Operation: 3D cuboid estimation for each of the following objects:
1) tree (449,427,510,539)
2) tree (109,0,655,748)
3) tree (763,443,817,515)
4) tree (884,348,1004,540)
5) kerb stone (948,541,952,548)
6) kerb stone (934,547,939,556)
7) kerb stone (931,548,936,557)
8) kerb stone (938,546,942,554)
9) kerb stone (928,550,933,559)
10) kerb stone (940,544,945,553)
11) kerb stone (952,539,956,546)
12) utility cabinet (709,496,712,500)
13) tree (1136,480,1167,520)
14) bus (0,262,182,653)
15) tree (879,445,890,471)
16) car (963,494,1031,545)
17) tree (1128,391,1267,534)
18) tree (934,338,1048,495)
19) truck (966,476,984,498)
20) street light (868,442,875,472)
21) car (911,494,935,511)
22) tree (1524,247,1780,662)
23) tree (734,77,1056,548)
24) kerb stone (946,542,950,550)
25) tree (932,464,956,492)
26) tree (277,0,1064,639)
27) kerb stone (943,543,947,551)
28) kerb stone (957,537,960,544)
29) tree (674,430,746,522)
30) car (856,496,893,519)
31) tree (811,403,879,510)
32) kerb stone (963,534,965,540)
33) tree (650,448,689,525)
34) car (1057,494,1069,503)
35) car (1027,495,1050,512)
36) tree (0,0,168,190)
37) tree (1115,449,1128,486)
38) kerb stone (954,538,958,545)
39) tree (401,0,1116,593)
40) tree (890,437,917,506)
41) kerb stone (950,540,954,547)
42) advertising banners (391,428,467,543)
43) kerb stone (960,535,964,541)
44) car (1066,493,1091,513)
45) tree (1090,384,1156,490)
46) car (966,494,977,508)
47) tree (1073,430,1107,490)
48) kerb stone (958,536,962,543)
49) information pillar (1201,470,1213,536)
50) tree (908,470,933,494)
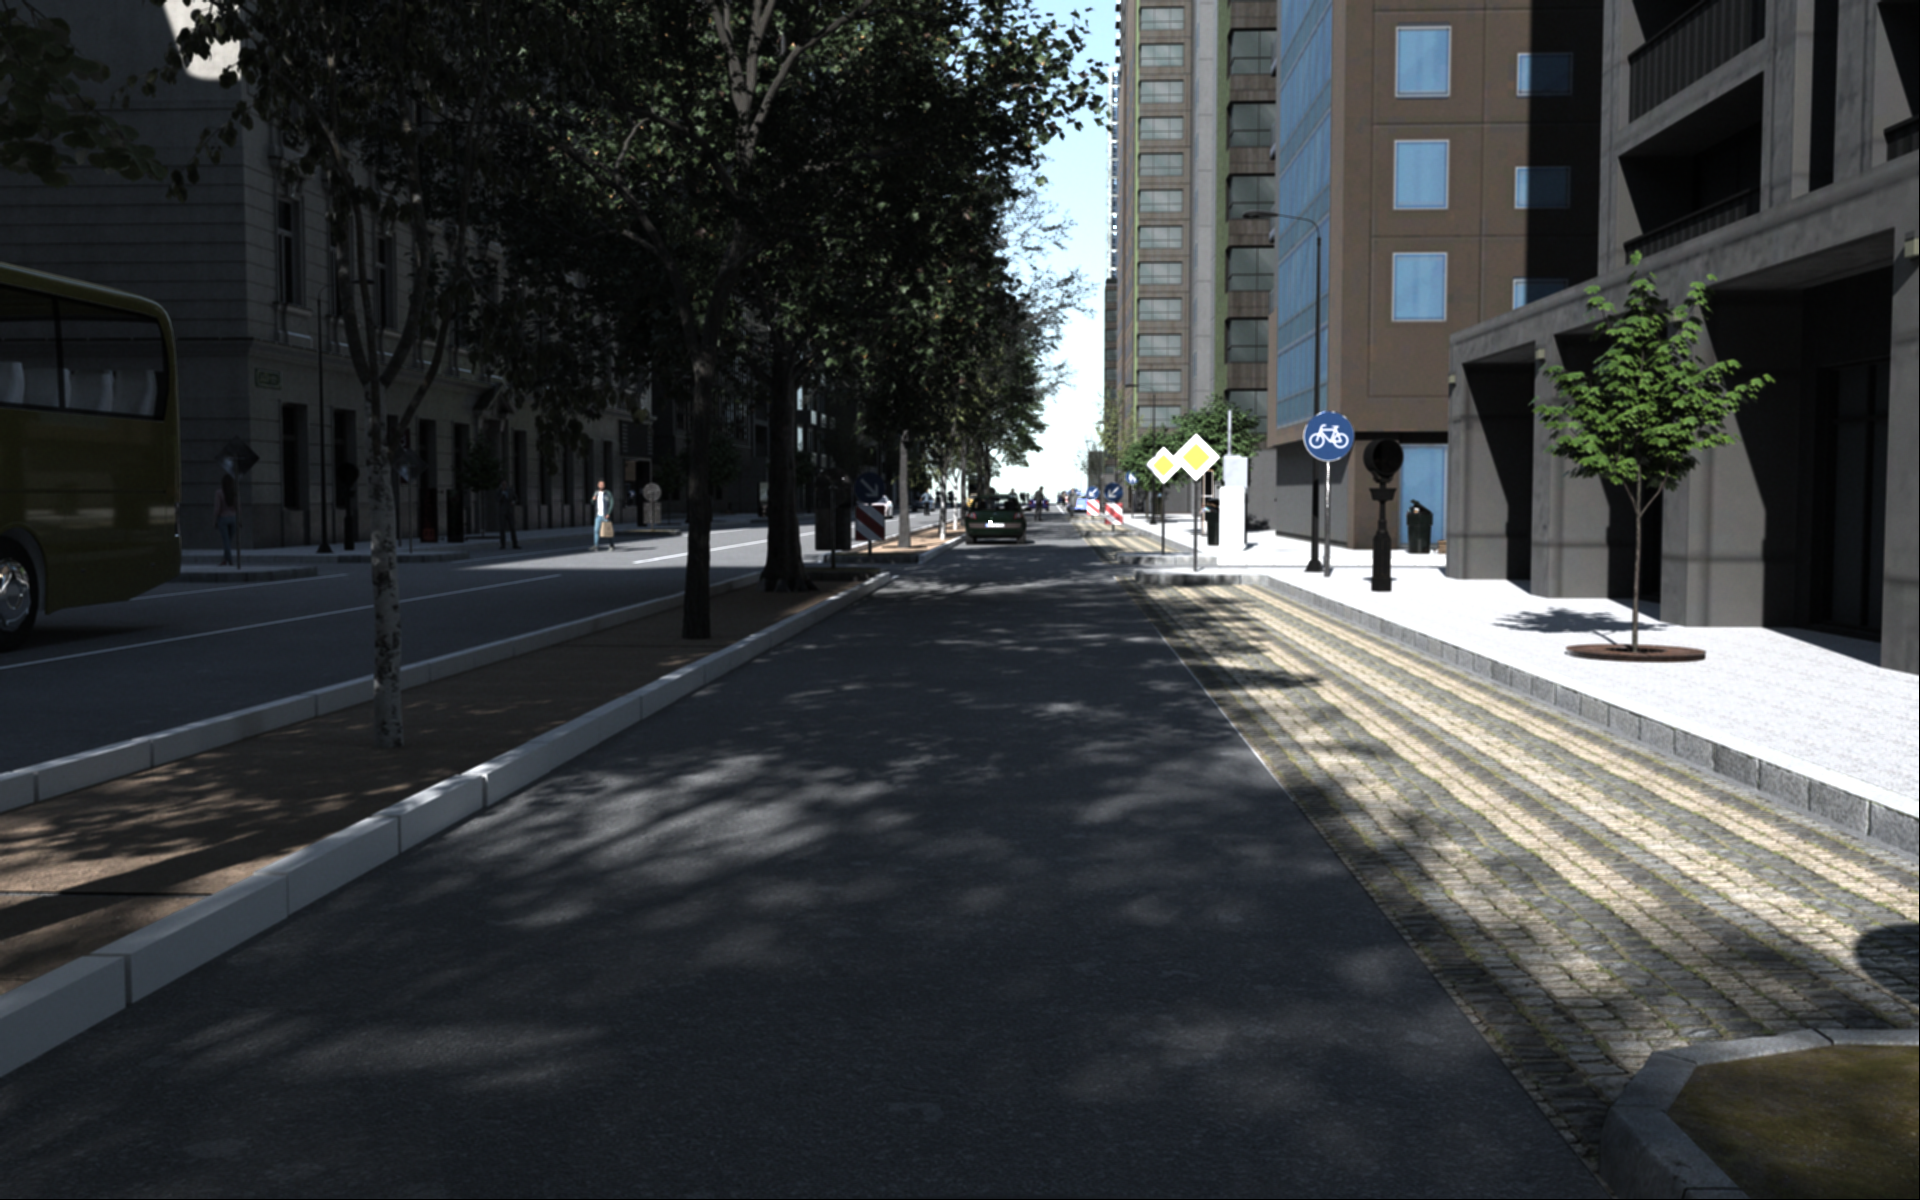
[{"bbox_3d":[-13.892,-3.381,49.886,1.663,3.219,1.824,0,3,0],"label":"tree"},{"bbox_3d":[-3.225,-3.454,9.287,4.360,8.622,3.978,0,3,0],"label":"tree"},{"bbox_3d":[-10.505,-7.557,107.269,4.285,4.588,4.351,0,3,0],"label":"tree"},{"bbox_3d":[-0.565,-6.204,54.252,4.737,8.622,4.395,0,3,0],"label":"tree"},{"bbox_3d":[-0.367,-1.383,44.814,0.120,0.150,1.000,0,4,3],"label":"kerb stone"},{"bbox_3d":[-0.634,-1.070,39.687,0.120,0.150,1.000,0,4,3],"label":"kerb stone"},{"bbox_3d":[-0.686,-1.003,38.667,0.120,0.150,1.000,0,4,3],"label":"kerb stone"},{"bbox_3d":[-0.581,-1.132,40.708,0.120,0.150,1.000,0,4,3],"label":"kerb stone"},{"bbox_3d":[-0.730,-0.945,37.643,0.120,0.150,1.000,0,4,3],"label":"kerb stone"},{"bbox_3d":[-0.520,-1.195,41.737,0.120,0.150,1.000,0,4,3],"label":"kerb stone"},{"bbox_3d":[-0.270,-1.508,46.859,0.120,0.150,1.000,0,4,3],"label":"kerb stone"},{"bbox_3d":[-12.803,-4.568,85.848,1.020,1.237,0.306,-2,4,-29],"label":"utility cabinet"},{"bbox_3d":[9.964,-5.652,87.018,1.663,3.219,1.824,0,3,0],"label":"tree"},{"bbox_3d":[-9.822,-1.300,12.794,2.896,3.916,12.252,0,4,1],"label":"bus"},{"bbox_3d":[-8.558,-11.663,141.059,4.360,8.622,3.978,0,3,0],"label":"tree"},{"bbox_3d":[1.060,-2.488,50.469,2.009,1.686,4.222,0,4,2],"label":"car"},{"bbox_3d":[8.200,-4.392,55.516,4.285,4.588,4.351,0,3,0],"label":"tree"},{"bbox_3d":[1.541,-10.455,99.159,9.928,11.665,9.643,0,3,0],"label":"tree"},{"bbox_3d":[2.477,-16.464,258.099,2.839,4.237,11.283,0,4,1],"label":"truck"},{"bbox_3d":[-7.499,-11.012,152.593,1.470,5.913,1.316,0,4,3],"label":"street light"},{"bbox_3d":[-3.057,-8.123,144.811,2.014,1.417,4.499,0,4,3],"label":"car"},{"bbox_3d":[5.343,-1.172,13.760,1.663,3.219,1.824,0,3,0],"label":"tree"},{"bbox_3d":[-1.499,-8.126,45.682,12.009,13.543,11.850,0,3,0],"label":"tree"},{"bbox_3d":[-0.417,-1.319,43.788,0.120,0.150,1.000,0,4,3],"label":"kerb stone"},{"bbox_3d":[-2.568,-18.986,260.783,4.360,8.622,3.978,0,3,0],"label":"tree"},{"bbox_3d":[-2.642,-4.866,16.425,8.767,10.594,7.601,0,4,3],"label":"tree"},{"bbox_3d":[-0.468,-1.258,42.768,0.120,0.150,1.000,0,4,3],"label":"kerb stone"},{"bbox_3d":[-0.164,-1.633,48.900,0.120,0.150,1.000,0,4,3],"label":"kerb stone"},{"bbox_3d":[-11.719,-5.971,81.336,4.285,4.588,4.351,0,3,0],"label":"tree"},{"bbox_3d":[-4.917,-5.355,99.918,2.083,1.381,4.827,0,4,3],"label":"car"},{"bbox_3d":[-9.081,-11.051,131.039,4.360,8.622,3.978,0,3,0],"label":"tree"},{"bbox_3d":[-0.011,-1.821,51.983,0.120,0.150,1.000,0,4,3],"label":"kerb stone"},{"bbox_3d":[-12.040,-4.757,72.379,1.663,3.219,1.824,0,3,0],"label":"tree"},{"bbox_3d":[15.078,-14.901,253.218,1.945,1.707,3.694,0,4,2],"label":"car"},{"bbox_3d":[6.527,-8.013,143.585,1.945,1.354,3.894,0,4,3],"label":"car"},{"bbox_3d":[-3.498,-5.046,3.093,7.486,12.596,7.792,0,3,0],"label":"tree"},{"bbox_3d":[9.185,-5.795,78.458,4.285,4.588,4.351,0,3,0],"label":"tree"},{"bbox_3d":[-0.207,-1.570,47.879,0.120,0.150,1.000,0,4,3],"label":"kerb stone"},{"bbox_3d":[-2.598,-6.458,25.058,9.611,12.733,9.660,0,3,0],"label":"tree"},{"bbox_3d":[-6.548,-14.351,184.993,4.360,8.622,3.978,0,3,0],"label":"tree"},{"bbox_3d":[-0.317,-1.444,45.835,0.120,0.150,1.000,0,4,3],"label":"kerb stone"},{"bbox_3d":[-14.044,-3.035,45.808,2.074,3.025,0.090,1,4,10],"label":"advertising banners"},{"bbox_3d":[-0.054,-1.752,50.957,0.120,0.150,1.000,0,4,3],"label":"kerb stone"},{"bbox_3d":[9.121,-7.547,132.979,1.945,1.707,3.694,0,4,3],"label":"car"},{"bbox_3d":[10.597,-10.076,115.099,4.737,8.622,4.395,0,3,0],"label":"tree"},{"bbox_3d":[1.619,-10.085,175.111,2.015,1.641,3.980,0,4,3],"label":"car"},{"bbox_3d":[15.204,-15.201,198.894,4.360,8.622,3.978,0,3,0],"label":"tree"},{"bbox_3d":[-0.109,-1.695,49.929,0.120,0.150,1.000,0,4,3],"label":"kerb stone"},{"bbox_3d":[7.557,-2.967,52.998,0.304,2.012,0.304,0,4,-8],"label":"information pillar"},{"bbox_3d":[-4.987,-14.090,214.087,4.285,4.588,4.351,0,3,0],"label":"tree"}]
